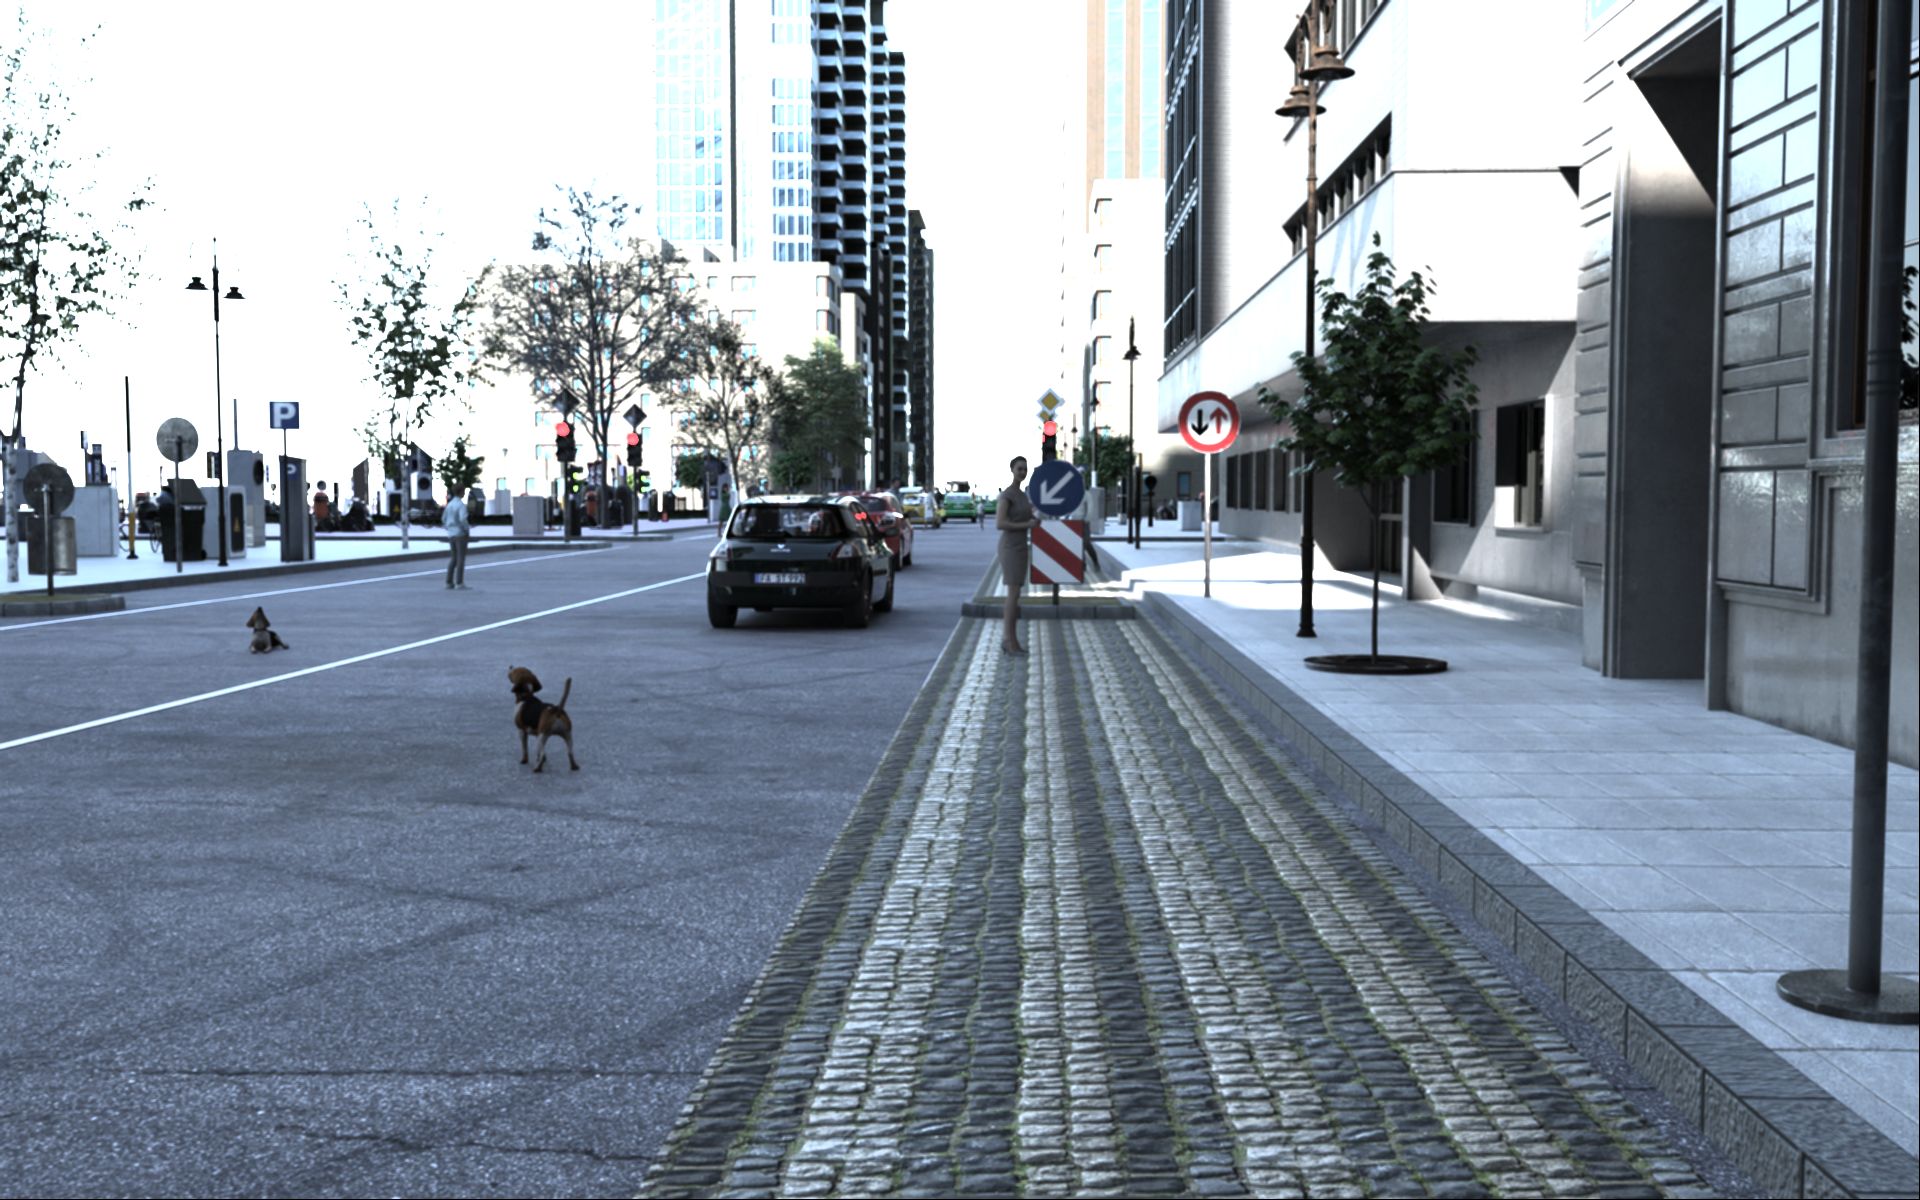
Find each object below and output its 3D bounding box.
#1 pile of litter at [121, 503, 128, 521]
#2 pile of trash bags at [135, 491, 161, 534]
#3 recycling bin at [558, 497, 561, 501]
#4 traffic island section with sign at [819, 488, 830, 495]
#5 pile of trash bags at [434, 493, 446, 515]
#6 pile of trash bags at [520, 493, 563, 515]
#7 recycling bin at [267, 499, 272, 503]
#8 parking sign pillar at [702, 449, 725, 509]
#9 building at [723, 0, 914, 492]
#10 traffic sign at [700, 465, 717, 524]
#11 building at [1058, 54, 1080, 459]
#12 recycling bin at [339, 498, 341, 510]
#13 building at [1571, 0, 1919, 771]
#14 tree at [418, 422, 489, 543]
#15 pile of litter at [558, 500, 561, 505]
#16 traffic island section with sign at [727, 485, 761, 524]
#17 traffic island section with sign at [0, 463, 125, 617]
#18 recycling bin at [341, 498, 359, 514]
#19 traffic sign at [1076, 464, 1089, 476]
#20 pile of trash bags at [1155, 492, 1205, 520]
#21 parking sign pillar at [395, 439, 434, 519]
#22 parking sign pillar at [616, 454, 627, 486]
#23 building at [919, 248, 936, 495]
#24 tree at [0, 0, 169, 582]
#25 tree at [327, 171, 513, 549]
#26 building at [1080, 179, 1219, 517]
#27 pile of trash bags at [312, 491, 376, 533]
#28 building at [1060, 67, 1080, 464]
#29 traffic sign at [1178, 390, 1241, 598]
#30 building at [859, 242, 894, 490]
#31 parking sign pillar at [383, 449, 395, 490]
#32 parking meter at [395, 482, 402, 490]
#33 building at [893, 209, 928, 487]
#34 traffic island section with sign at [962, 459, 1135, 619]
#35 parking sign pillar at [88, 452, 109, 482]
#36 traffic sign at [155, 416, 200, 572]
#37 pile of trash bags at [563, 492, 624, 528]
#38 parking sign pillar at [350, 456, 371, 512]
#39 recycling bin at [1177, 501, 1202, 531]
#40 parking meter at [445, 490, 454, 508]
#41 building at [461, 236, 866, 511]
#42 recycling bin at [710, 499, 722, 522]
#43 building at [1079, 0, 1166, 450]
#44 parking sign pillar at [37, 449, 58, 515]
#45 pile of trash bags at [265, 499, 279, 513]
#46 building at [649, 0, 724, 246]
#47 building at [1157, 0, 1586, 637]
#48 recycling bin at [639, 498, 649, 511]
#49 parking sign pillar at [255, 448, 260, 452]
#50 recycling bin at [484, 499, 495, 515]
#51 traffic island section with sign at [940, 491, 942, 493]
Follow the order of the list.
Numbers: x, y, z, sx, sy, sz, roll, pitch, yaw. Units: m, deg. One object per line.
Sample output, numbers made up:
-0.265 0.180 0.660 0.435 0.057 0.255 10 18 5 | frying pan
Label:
-39.863 -4.133 81.537 1.176 0.858 1.719 2 4 26 | pile of litter
-26.248 -2.887 56.952 3.447 1.369 1.912 3 4 36 | pile of trash bags
-29.490 -7.102 128.669 0.722 1.027 0.722 -2 4 -26 | recycling bin
-8.071 -5.810 103.619 1.989 1.847 2.006 0 4 2 | traffic island section with sign
-28.938 -5.345 97.135 1.912 1.369 3.447 -1 4 -8 | pile of trash bags
-24.148 -5.586 101.080 3.447 1.369 1.912 1 4 15 | pile of trash bags
-38.710 -5.120 96.259 0.722 1.027 0.722 -3 4 -36 | recycling bin
-14.540 -6.965 102.343 1.447 3.967 1.447 0 4 8 | parking sign pillar
-16.853 -55.949 227.442 22.319 86.520 31.000 0 4 2 | building
-10.895 -4.584 75.058 0.768 2.556 0.104 0 4 7 | traffic sign
24.834 -57.078 245.900 22.319 86.520 31.000 0 4 2 | building
-42.179 -6.503 118.877 0.722 1.027 0.722 3 4 38 | recycling bin
9.193 -10.162 2.311 11.583 22.565 21.152 0 4 2 | building
-13.249 -3.141 45.962 1.663 3.219 1.824 0 3 0 | tree
-27.300 -6.352 117.824 1.719 0.858 1.176 0 4 4 | pile of litter
-9.160 -4.163 76.686 1.989 1.847 2.006 0 4 2 | traffic island section with sign
-11.426 -0.765 21.142 1.989 1.847 2.006 0 4 2 | traffic island section with sign
-39.676 -6.140 112.945 0.722 1.027 0.722 0 4 6 | recycling bin
5.202 -4.503 73.730 0.768 2.556 0.104 0 4 4 | traffic sign
11.259 -4.641 85.637 1.912 1.369 3.447 3 5 43 | pile of trash bags
-26.539 -5.911 85.110 1.447 3.967 1.447 1 4 23 | parking sign pillar
-22.786 -7.843 116.711 1.447 3.967 1.447 0 4 2 | parking sign pillar
-11.381 -36.475 279.959 14.154 41.232 14.086 0 4 2 | building
-13.894 -4.586 25.336 4.360 8.622 3.978 0 3 0 | tree
-12.880 -5.520 40.612 4.737 8.622 4.395 0 3 0 | tree
21.853 -16.170 109.420 27.650 21.520 28.899 0 4 2 | building
-21.111 -2.989 58.620 1.912 1.369 3.447 0 4 -2 | pile of trash bags
21.917 -34.720 191.371 21.300 48.544 21.600 0 4 2 | building
3.071 -1.304 21.420 0.768 2.556 0.104 0 4 5 | traffic sign
-15.066 -25.980 196.472 14.160 30.474 14.107 0 4 2 | building
-33.853 -7.049 103.718 1.447 3.967 1.447 2 4 33 | parking sign pillar
-24.845 -4.352 76.863 0.399 1.863 0.255 -1 4 -21 | parking meter
-16.295 -36.940 258.596 22.147 44.769 28.867 0 4 2 | building
1.031 -0.734 20.629 1.989 1.847 2.006 0 4 2 | traffic island section with sign
-52.897 -7.200 106.184 1.447 3.967 1.447 2 4 31 | parking sign pillar
-12.801 -1.726 28.331 0.768 2.556 0.104 0 4 6 | traffic sign
-14.133 -3.532 67.504 1.912 1.369 3.447 0 4 -5 | pile of trash bags
-42.444 -8.195 122.457 1.447 3.967 1.447 3 4 38 | parking sign pillar
7.978 -2.912 60.162 0.722 1.027 0.722 0 4 -5 | recycling bin
-18.334 -3.299 62.348 0.372 1.533 0.369 0 3 0 | parking meter
-22.992 -18.298 144.205 27.650 21.520 28.899 0 4 2 | building
-11.342 -4.209 81.369 0.722 1.027 0.722 -1 4 -19 | recycling bin
17.400 -30.524 149.177 14.600 45.320 14.200 0 4 2 | building
-54.660 -7.056 103.837 1.447 3.967 1.447 2 4 26 | parking sign pillar
-33.626 -4.421 82.042 1.912 1.369 3.447 1 4 11 | pile of trash bags
-19.252 -52.583 172.401 22.319 86.520 31.000 0 4 2 | building
11.480 -12.807 28.464 14.314 24.678 30.058 0 4 2 | building
-18.520 -5.444 101.562 0.722 1.027 0.722 -3 5 -40 | recycling bin
-41.602 -6.906 101.377 1.447 3.967 1.447 -1 4 -20 | parking sign pillar
-23.040 -4.458 85.446 0.722 1.027 0.722 3 5 41 | recycling bin
-1.604 -15.570 263.191 1.989 1.847 2.006 0 4 2 | traffic island section with sign
